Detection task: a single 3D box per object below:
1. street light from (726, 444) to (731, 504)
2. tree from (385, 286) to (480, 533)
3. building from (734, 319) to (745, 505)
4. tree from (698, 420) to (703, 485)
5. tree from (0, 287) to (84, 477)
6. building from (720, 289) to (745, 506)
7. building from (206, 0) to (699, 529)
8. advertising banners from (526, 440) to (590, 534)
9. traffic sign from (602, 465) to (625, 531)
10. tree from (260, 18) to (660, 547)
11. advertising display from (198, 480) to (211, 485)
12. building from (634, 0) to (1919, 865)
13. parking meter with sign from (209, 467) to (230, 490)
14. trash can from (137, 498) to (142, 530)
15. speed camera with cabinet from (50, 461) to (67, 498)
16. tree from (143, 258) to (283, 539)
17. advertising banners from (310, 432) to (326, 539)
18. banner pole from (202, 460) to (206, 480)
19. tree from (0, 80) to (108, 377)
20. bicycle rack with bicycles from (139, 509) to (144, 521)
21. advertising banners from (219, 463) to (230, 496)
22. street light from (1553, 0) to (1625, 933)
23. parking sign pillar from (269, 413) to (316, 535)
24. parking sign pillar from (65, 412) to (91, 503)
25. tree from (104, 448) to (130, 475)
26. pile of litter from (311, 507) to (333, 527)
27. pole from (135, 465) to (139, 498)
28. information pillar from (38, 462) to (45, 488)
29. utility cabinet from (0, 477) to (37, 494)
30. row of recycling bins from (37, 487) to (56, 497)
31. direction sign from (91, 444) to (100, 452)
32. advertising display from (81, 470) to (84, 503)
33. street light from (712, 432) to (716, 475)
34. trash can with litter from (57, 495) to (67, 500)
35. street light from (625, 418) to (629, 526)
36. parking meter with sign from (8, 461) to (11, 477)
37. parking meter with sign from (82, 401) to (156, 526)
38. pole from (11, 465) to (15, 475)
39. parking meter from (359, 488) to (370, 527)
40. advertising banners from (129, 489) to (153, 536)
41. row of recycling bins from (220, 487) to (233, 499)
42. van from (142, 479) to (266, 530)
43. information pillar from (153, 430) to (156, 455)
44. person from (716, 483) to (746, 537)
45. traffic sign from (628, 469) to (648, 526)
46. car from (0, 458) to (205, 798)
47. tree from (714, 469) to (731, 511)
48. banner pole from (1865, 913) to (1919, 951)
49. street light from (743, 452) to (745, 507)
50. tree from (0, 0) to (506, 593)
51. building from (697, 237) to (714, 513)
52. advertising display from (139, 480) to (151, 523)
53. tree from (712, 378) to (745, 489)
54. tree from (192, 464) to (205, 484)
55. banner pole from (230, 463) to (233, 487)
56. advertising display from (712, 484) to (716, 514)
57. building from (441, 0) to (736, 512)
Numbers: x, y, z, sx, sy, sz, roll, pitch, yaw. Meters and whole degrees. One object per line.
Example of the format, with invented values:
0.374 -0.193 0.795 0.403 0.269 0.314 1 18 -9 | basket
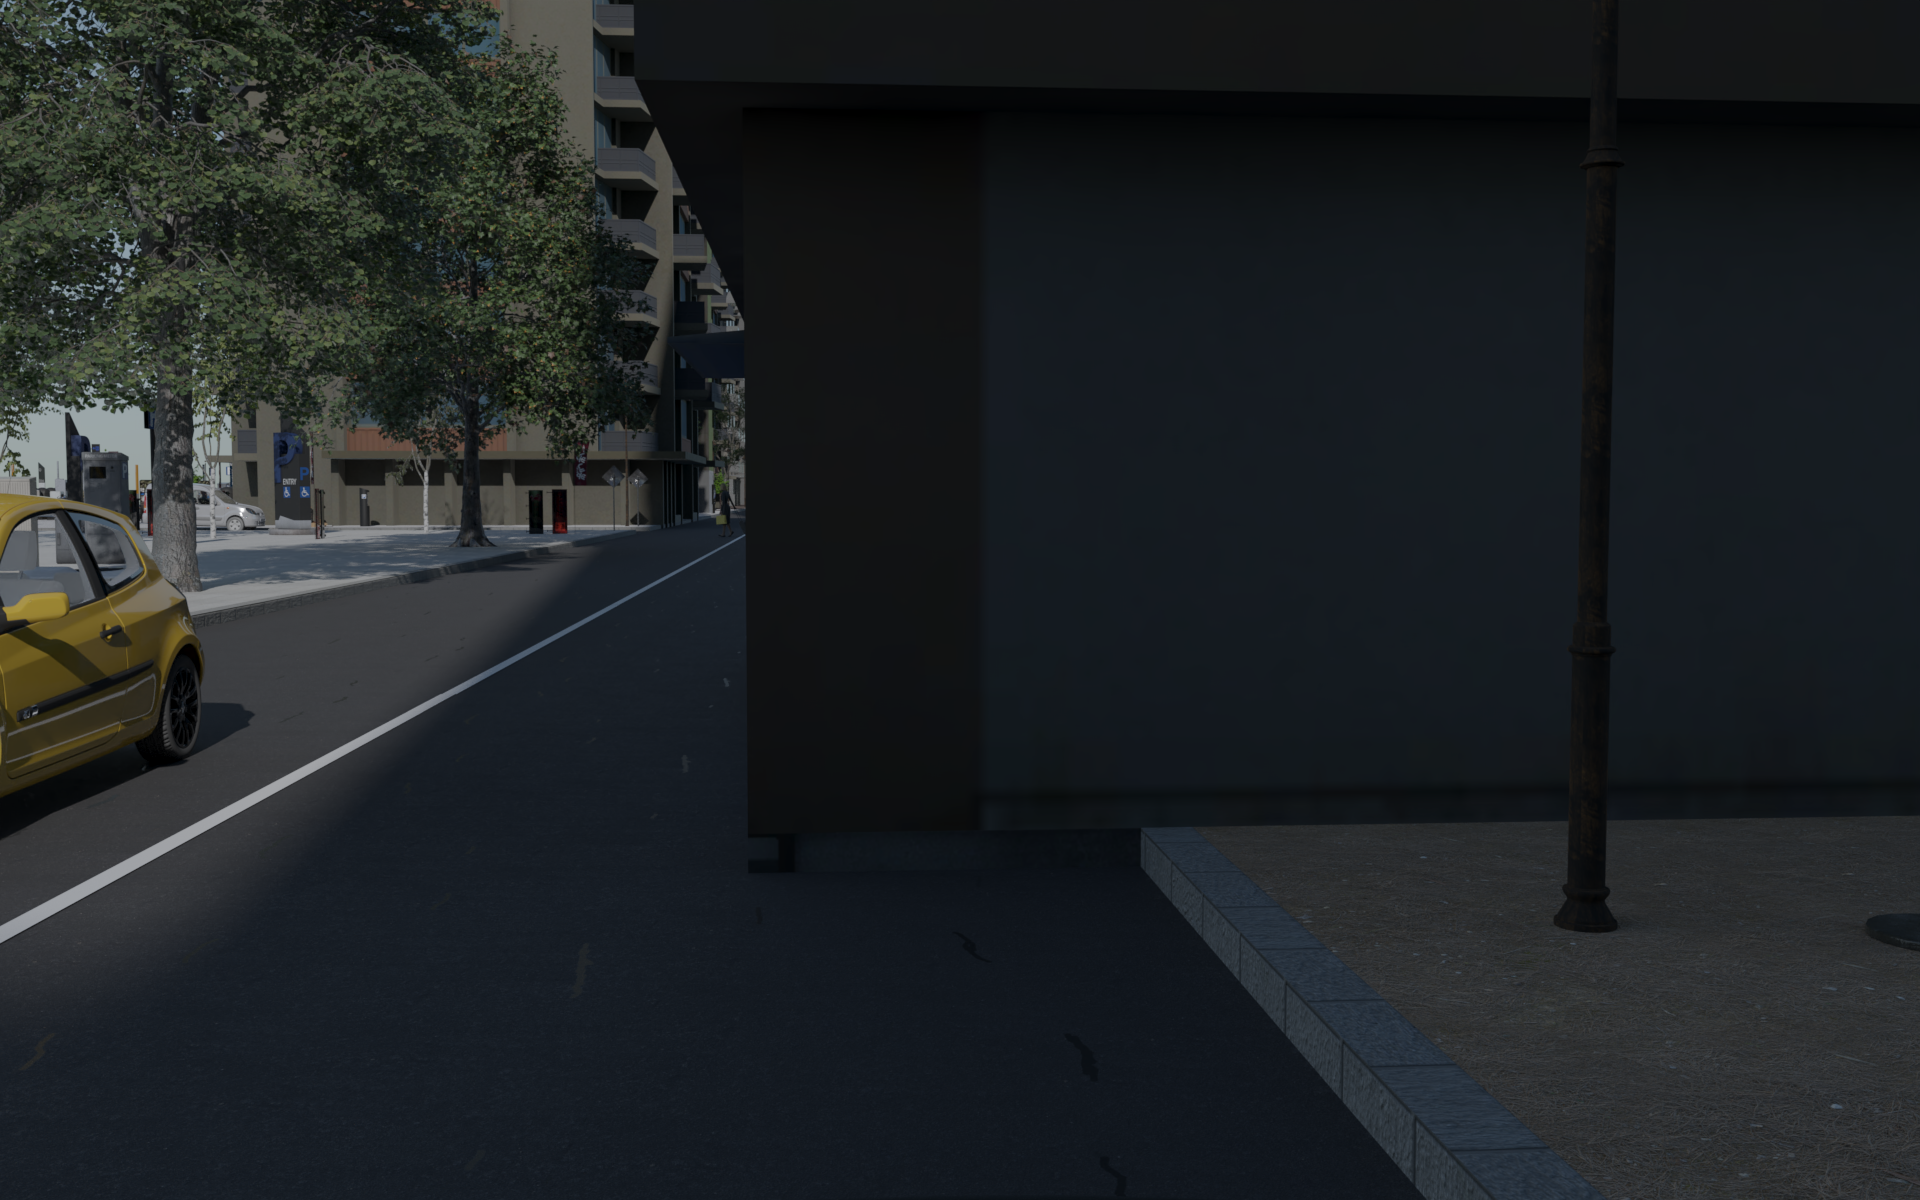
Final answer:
-19.368 -10.530 144.958 0.468 5.910 1.993 0 4 -5 | street light
-17.697 -6.551 57.471 4.360 8.622 3.978 0 3 0 | tree
-34.117 -33.602 232.981 14.154 41.232 14.086 0 4 -5 | building
-16.758 -9.207 100.891 4.737 8.622 4.395 0 3 0 | tree
-27.374 -6.047 49.238 4.737 8.622 4.395 0 3 0 | tree
-34.650 -34.616 185.578 23.786 49.044 30.456 0 4 -5 | building
-22.895 -26.153 82.228 22.147 44.769 28.867 0 4 -5 | building
-12.932 -3.644 55.775 2.074 3.025 0.090 -2 4 -24 | advertising banners
-12.100 -3.481 60.554 0.795 2.450 0.064 0 4 -5 | traffic sign
-11.798 -7.637 41.875 9.611 12.733 9.660 0 3 0 | tree
-35.628 -4.684 81.793 0.974 1.923 0.123 2 4 31 | advertising display
5.195 -22.155 12.340 14.600 45.320 14.200 0 4 -5 | building
-48.296 -7.176 113.582 1.738 3.016 0.543 1 4 14 | parking meter with sign
-27.939 -2.852 58.282 0.748 1.137 0.748 0 3 0 | trash can
-53.713 -6.663 103.270 0.660 3.252 2.038 -1 4 -15 | speed camera with cabinet
-21.673 -6.096 50.026 4.737 8.622 4.395 0 3 0 | tree
-18.285 -3.246 49.263 0.090 3.025 2.074 -1 4 -10 | advertising banners
-56.153 -8.487 128.783 0.401 3.779 0.863 0 4 -4 | banner pole
-23.534 -6.961 39.570 9.928 11.665 9.643 0 3 0 | tree
-38.114 -4.237 82.665 2.852 0.926 2.925 0 4 -6 | bicycle rack with bicycles
-34.803 -5.240 81.865 0.090 3.025 2.074 -1 4 -10 | advertising banners
1.859 -1.968 4.969 0.468 5.910 1.993 0 4 -5 | street light
-21.023 -4.039 54.503 1.447 3.967 1.447 2 4 35 | parking sign pillar
-29.324 -4.232 57.666 1.447 3.967 1.447 -1 4 -11 | parking sign pillar
-36.118 -4.803 73.122 1.663 3.219 1.824 0 3 0 | tree
-25.213 -3.273 67.475 1.719 0.858 1.176 -3 5 -42 | pile of litter
-57.113 -7.730 120.228 0.158 3.312 0.155 0 3 0 | pole
-67.500 -8.317 127.335 0.504 3.616 0.183 1 4 9 | information pillar
-12.311 -0.805 21.842 1.173 1.500 0.318 -1 4 -12 | utility cabinet
-56.611 -6.129 107.323 1.069 1.692 3.534 0 4 1 | row of recycling bins
-39.289 -5.276 78.266 0.876 3.537 0.379 -1 4 -10 | direction sign
-22.189 -2.417 44.738 0.974 1.923 0.123 0 4 8 | advertising display
-17.661 -9.245 123.938 0.468 5.910 1.993 0 4 -5 | street light
-48.552 -5.108 94.578 2.233 1.210 1.678 -3 4 -37 | trash can with litter
-13.254 -5.873 68.809 0.468 5.910 1.993 0 4 -5 | street light
-50.292 -5.733 89.990 1.738 3.016 0.543 -1 4 -22 | parking meter with sign
-15.715 -2.178 31.870 1.738 3.016 0.543 0 4 -7 | parking meter with sign
-64.186 -7.561 117.465 0.158 3.312 0.155 0 3 0 | pole
-23.542 -3.674 68.486 0.372 1.533 0.369 0 3 0 | parking meter
-24.600 -3.466 52.861 2.074 3.025 0.090 -1 4 -11 | advertising banners
-40.558 -5.512 97.226 1.069 1.692 3.534 0 4 2 | row of recycling bins
-27.807 -3.474 63.813 4.112 2.044 2.013 0 4 -5 | van
-19.773 -3.157 42.973 0.504 3.616 0.183 -3 4 -38 | information pillar
-7.606 -3.039 58.409 1.509 1.804 0.699 -3 5 -39 | person
-12.737 -3.968 68.514 0.795 2.450 0.064 0 4 -5 | traffic sign
-4.871 0.144 7.873 2.015 1.641 3.980 0 4 -6 | car
-18.346 -8.463 132.978 1.663 3.219 1.824 0 3 0 | tree
2.922 -0.922 5.086 0.401 3.779 0.863 1 4 23 | banner pole
-21.458 -12.216 172.520 0.468 5.910 1.993 0 4 -5 | street light
-10.411 -7.083 22.463 9.857 13.997 8.962 0 3 0 | tree
-23.883 -20.955 114.316 14.160 30.474 14.107 0 4 -5 | building
-36.168 -4.422 77.518 0.974 1.923 0.123 -1 4 -23 | advertising display
-19.030 -12.568 139.904 8.767 10.594 7.601 0 4 2 | tree
-41.762 -6.083 94.062 1.663 3.219 1.824 0 3 0 | tree
-44.121 -7.072 105.641 0.863 3.779 0.401 -3 5 -40 | banner pole
-16.275 -6.681 114.451 0.123 1.923 0.974 0 4 0 | advertising display
-31.839 -30.679 156.232 22.147 44.769 28.867 0 4 -5 | building
